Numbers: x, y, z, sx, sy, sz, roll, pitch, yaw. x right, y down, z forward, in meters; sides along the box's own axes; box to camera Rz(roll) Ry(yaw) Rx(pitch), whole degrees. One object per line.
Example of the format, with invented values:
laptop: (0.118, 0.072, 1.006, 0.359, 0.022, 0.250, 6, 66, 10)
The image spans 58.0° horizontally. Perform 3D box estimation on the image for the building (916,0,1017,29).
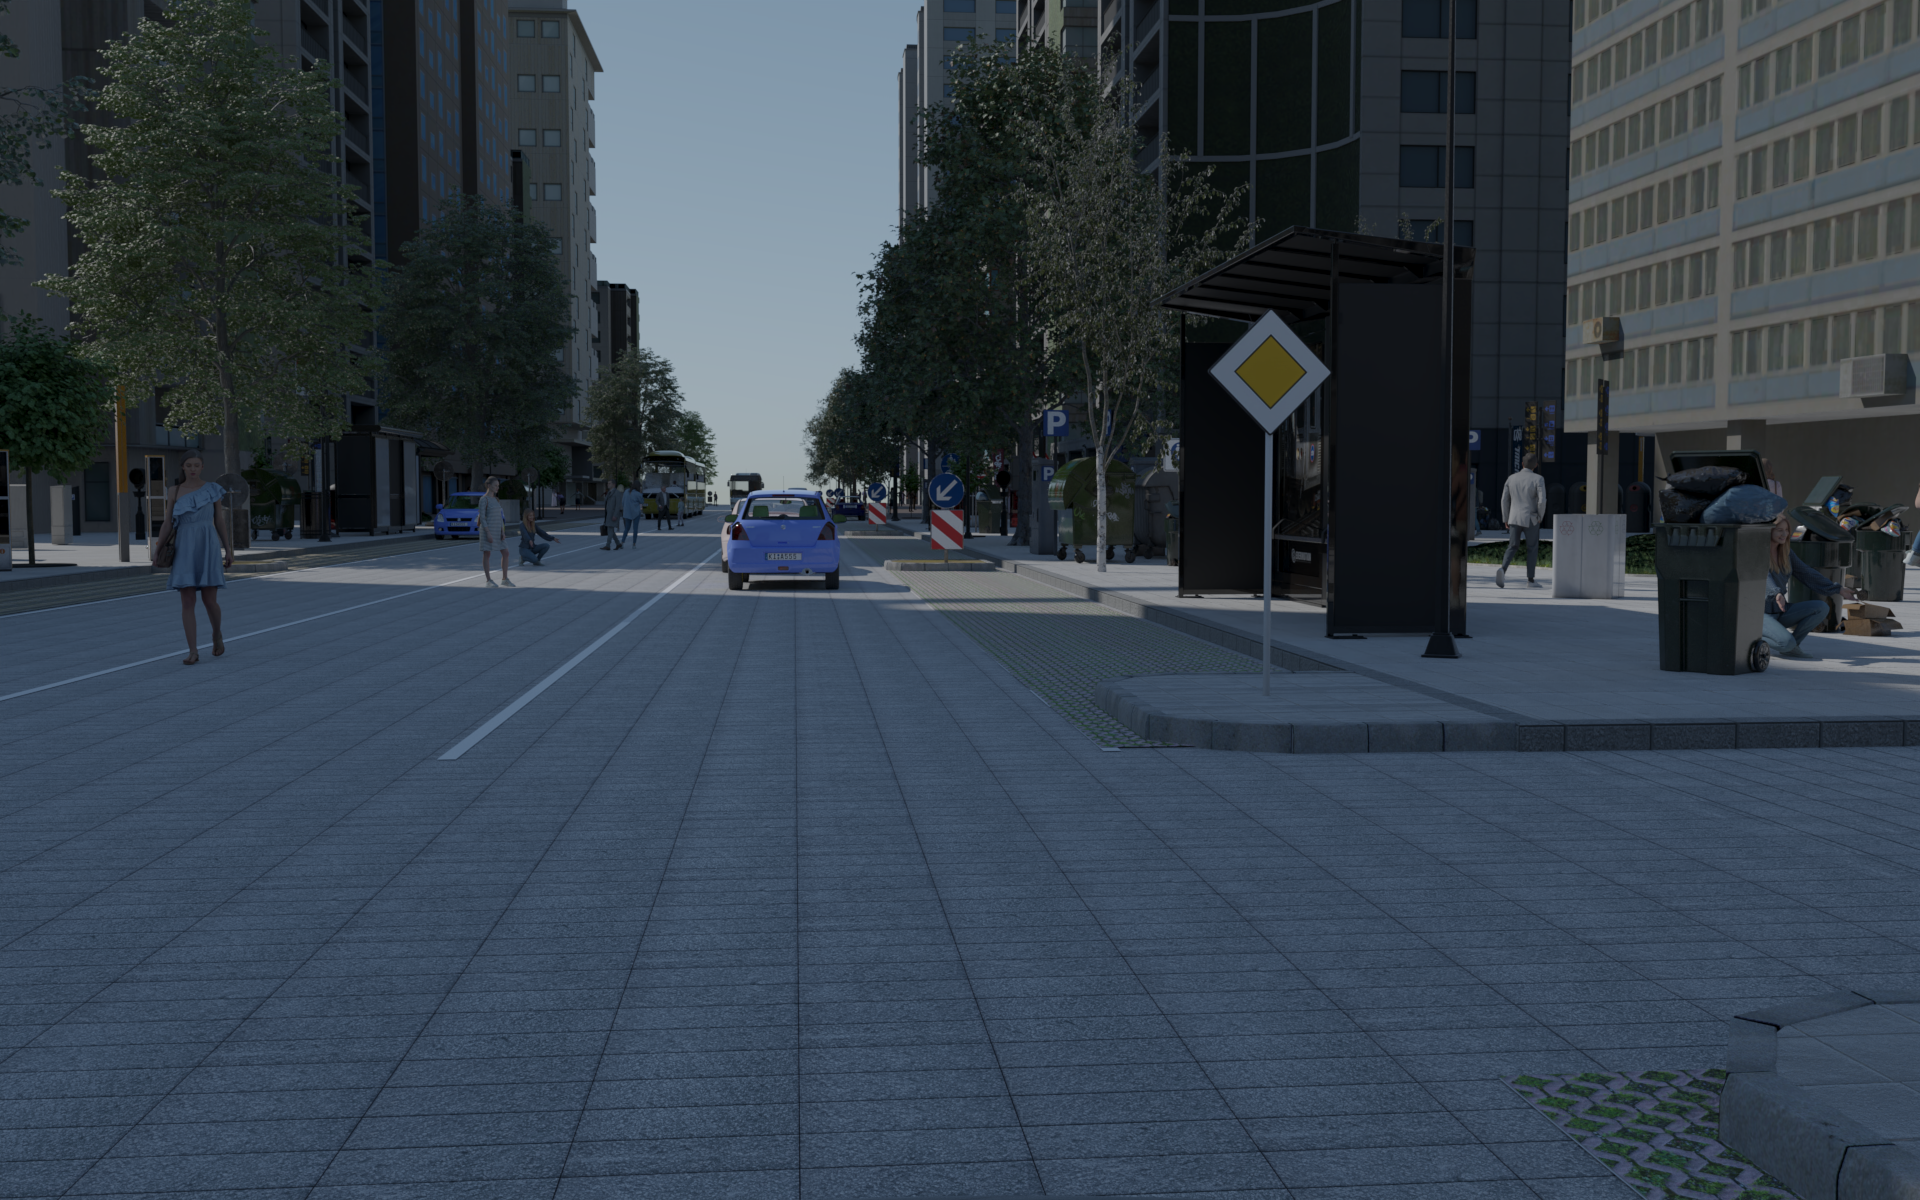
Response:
building: (5.582, -40.333, 201.449, 21.231, 58.520, 28.212, 0, 4, -5)

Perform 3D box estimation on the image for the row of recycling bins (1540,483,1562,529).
row of recycling bins: (22.377, -3.466, 63.787, 3.534, 1.692, 1.069, 0, 4, 3)

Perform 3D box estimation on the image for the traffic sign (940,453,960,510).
traffic sign: (-0.235, -3.298, 54.023, 0.768, 2.556, 0.104, 0, 4, -5)

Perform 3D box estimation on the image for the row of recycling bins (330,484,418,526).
row of recycling bins: (-23.752, -3.848, 70.032, 3.534, 1.692, 1.069, -2, 4, -28)

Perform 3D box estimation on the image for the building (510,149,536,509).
building: (-42.281, -22.438, 138.559, 14.160, 30.474, 14.107, 0, 4, -5)

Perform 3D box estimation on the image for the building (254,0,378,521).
building: (-40.598, -39.943, 91.315, 20.563, 71.187, 20.611, 0, 4, -5)

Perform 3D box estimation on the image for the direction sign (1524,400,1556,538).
direction sign: (14.143, -3.076, 42.285, 0.379, 3.537, 0.876, -2, 4, -35)

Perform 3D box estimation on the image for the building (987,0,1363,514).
building: (12.947, -41.302, 113.542, 20.563, 71.187, 20.611, 0, 4, -5)

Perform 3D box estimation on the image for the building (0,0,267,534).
building: (-33.342, -22.973, 59.200, 14.154, 41.232, 14.086, 0, 4, -5)

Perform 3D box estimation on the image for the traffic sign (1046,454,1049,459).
traffic sign: (2.540, -3.195, 52.249, 0.884, 2.594, 0.081, 0, 4, -5)

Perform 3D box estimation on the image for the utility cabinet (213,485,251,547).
utility cabinet: (-17.168, -1.961, 40.737, 0.318, 1.500, 1.173, 1, 4, 9)

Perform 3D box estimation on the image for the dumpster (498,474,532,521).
dumpster: (-21.385, -4.927, 83.051, 1.502, 2.255, 1.985, 0, 4, -5)

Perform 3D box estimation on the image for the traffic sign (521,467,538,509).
traffic sign: (-20.021, -4.920, 80.544, 0.768, 2.556, 0.104, 0, 4, -1)

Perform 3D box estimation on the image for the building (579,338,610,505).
building: (-58.550, -31.895, 213.370, 32.217, 40.220, 23.993, 0, 4, -5)

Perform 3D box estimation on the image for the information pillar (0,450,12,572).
information pillar: (-15.921, -1.478, 28.651, 0.304, 2.012, 0.304, 3, 5, 42)

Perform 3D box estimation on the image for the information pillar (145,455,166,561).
information pillar: (-15.354, -1.749, 33.087, 0.304, 2.012, 0.304, -2, 4, -32)

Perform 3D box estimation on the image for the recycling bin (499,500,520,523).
recycling bin: (-20.125, -3.955, 77.213, 0.722, 1.027, 0.722, 1, 4, 18)

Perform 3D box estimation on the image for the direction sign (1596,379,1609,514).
direction sign: (12.745, -2.593, 34.393, 0.379, 3.537, 0.876, 2, 4, 32)

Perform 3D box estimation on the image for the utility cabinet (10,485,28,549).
utility cabinet: (-22.134, -1.911, 39.918, 1.173, 1.500, 0.318, -1, 4, -17)

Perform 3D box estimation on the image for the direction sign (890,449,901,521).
direction sign: (-3.055, -5.617, 83.829, 0.379, 3.537, 0.876, 0, 4, -2)

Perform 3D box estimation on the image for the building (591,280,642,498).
building: (-50.808, -28.256, 233.684, 14.160, 30.474, 14.107, 0, 4, -5)

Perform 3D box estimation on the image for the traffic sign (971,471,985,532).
traffic sign: (0.534, -3.534, 57.790, 0.884, 2.594, 0.081, 0, 3, 0)

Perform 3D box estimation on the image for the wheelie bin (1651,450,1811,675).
wheelie bin: (5.446, -0.280, 12.486, 0.693, 1.594, 0.980, -3, 5, -42)

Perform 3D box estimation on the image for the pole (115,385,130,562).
pole: (-15.790, -2.372, 32.632, 0.158, 3.312, 0.155, 0, 3, 0)

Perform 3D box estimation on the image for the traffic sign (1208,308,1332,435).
traffic sign: (1.970, -0.534, 10.927, 0.795, 2.593, 0.064, 0, 4, -5)

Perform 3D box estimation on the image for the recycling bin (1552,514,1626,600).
recycling bin: (7.803, -0.546, 21.479, 0.722, 1.027, 0.722, 2, 4, 33)

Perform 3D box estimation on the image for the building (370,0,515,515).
building: (-40.287, -28.976, 123.864, 14.600, 45.320, 14.200, 0, 4, -5)

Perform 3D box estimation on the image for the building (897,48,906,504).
building: (2.346, -42.085, 230.085, 21.231, 58.520, 28.212, 0, 4, -5)

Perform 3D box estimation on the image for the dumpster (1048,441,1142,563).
dumpster: (2.545, -1.850, 32.748, 1.502, 2.255, 1.985, 0, 4, -5)

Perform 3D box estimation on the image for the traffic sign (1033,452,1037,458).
traffic sign: (2.223, -3.230, 52.817, 0.884, 2.594, 0.081, 0, 4, -2)

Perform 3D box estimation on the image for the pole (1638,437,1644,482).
pole: (24.164, -4.138, 61.500, 0.158, 3.312, 0.155, 0, 3, 0)

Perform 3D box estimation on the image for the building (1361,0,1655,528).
building: (15.514, -38.790, 72.466, 20.563, 71.187, 20.611, 0, 4, -5)

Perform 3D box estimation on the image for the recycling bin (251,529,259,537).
recycling bin: (-21.609, -2.420, 52.120, 0.722, 1.027, 0.722, 0, 4, 5)

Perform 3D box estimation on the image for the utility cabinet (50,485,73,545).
utility cabinet: (-22.775, -2.153, 43.888, 0.318, 1.500, 1.173, -1, 4, -18)

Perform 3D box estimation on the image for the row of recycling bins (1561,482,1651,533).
row of recycling bins: (22.098, -3.096, 57.738, 3.534, 1.692, 1.069, 2, 4, 31)

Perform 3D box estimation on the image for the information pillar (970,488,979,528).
information pillar: (0.536, -3.787, 66.415, 0.304, 2.012, 0.304, -2, 4, -31)

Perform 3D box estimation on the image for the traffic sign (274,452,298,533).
traffic sign: (-20.474, -3.209, 52.571, 0.768, 2.556, 0.104, 0, 4, 1)

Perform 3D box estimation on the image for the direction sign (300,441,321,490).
direction sign: (-27.812, -5.035, 74.323, 0.876, 3.537, 0.379, -1, 4, -13)

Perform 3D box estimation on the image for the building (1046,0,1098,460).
building: (11.614, -25.235, 96.185, 14.154, 41.232, 14.086, 0, 4, -5)

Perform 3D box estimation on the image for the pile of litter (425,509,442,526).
pile of litter: (-20.616, -3.352, 68.770, 1.176, 0.858, 1.719, -2, 4, -27)

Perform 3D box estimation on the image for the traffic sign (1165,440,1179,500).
traffic sign: (4.042, -1.816, 31.827, 0.606, 2.300, 0.079, 0, 4, 3)

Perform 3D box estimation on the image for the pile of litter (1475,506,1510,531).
pile of litter: (18.673, -2.904, 61.448, 1.176, 0.858, 1.719, -2, 4, -35)

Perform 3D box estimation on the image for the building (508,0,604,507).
building: (-54.130, -36.596, 187.582, 28.713, 52.752, 27.495, 0, 4, -5)

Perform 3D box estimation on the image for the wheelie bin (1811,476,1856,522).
wheelie bin: (15.087, -1.354, 30.053, 0.693, 1.594, 0.980, 0, 4, -2)

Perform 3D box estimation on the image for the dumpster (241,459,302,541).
dumpster: (-19.161, -2.764, 47.678, 1.502, 2.255, 1.985, 0, 4, -6)

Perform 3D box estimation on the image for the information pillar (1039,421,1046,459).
information pillar: (2.439, -3.668, 51.322, 0.183, 3.616, 0.504, -1, 4, -14)

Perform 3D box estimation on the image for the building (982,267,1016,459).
building: (14.313, -18.085, 140.723, 27.650, 21.520, 28.899, 0, 4, -5)

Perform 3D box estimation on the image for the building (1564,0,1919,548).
building: (29.291, -21.194, 38.400, 23.993, 40.220, 32.217, 0, 4, -5)

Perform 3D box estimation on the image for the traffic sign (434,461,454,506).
traffic sign: (-19.738, -4.046, 66.254, 0.768, 2.556, 0.104, 0, 4, -5)

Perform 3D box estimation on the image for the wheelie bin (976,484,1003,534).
wheelie bin: (0.930, -2.959, 56.291, 0.693, 1.594, 0.980, 3, 5, 42)

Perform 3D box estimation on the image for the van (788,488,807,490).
van: (-10.527, -6.444, 112.378, 2.013, 2.044, 4.112, 0, 4, -5)

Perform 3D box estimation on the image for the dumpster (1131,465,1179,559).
dumpster: (4.139, -1.766, 34.628, 1.264, 1.857, 1.865, 0, 4, -5)
